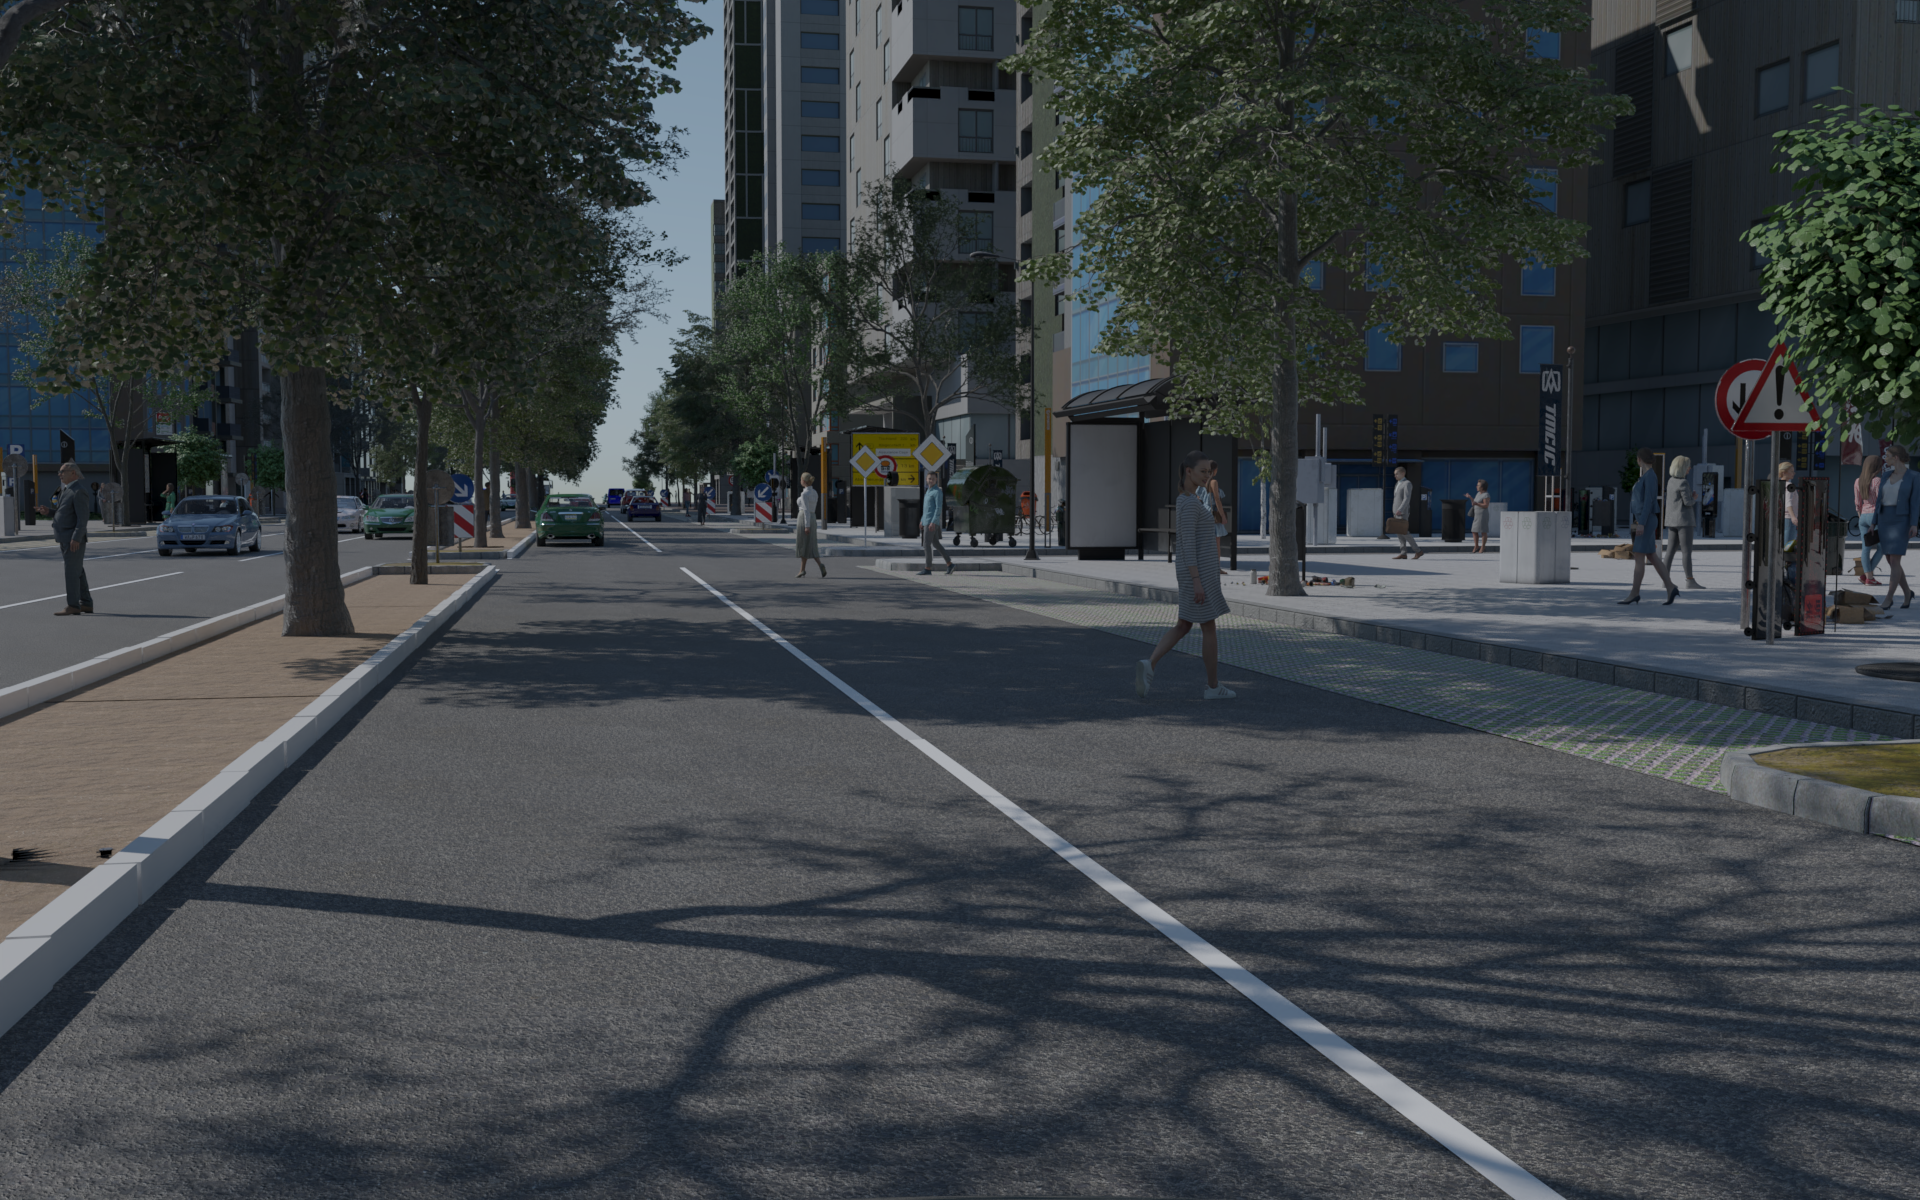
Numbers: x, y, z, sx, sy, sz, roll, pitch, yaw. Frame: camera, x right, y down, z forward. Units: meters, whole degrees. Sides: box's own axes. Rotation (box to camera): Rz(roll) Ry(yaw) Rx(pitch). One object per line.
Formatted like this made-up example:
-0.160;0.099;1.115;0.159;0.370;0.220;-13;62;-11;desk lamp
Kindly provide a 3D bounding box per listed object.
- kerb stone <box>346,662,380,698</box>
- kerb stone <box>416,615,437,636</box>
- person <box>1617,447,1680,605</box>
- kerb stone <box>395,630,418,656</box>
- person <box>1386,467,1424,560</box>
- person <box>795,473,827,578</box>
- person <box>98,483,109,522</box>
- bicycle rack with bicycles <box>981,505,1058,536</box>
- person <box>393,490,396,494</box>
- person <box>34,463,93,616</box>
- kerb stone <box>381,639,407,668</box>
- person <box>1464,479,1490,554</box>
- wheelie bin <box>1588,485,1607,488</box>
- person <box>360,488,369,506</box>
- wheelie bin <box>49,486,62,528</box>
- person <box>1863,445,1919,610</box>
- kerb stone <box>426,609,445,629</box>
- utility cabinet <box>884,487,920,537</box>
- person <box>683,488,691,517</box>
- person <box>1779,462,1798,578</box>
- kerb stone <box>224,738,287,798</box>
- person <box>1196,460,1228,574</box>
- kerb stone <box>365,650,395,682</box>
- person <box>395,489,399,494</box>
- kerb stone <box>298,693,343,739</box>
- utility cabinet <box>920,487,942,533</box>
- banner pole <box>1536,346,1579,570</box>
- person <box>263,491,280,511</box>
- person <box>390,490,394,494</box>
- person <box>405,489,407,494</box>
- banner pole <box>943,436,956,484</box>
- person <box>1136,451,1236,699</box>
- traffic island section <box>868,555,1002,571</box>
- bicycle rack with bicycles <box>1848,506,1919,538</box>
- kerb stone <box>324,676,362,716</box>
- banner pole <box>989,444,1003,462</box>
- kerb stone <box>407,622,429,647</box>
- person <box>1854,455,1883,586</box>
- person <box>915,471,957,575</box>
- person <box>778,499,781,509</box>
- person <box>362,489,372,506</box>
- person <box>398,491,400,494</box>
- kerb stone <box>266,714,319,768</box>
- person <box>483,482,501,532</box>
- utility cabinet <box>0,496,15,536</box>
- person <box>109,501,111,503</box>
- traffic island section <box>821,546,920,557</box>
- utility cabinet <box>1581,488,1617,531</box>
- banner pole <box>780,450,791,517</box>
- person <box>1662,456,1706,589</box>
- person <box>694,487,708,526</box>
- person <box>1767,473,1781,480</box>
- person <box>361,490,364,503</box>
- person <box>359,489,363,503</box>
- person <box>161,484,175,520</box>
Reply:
-4.340;0.591;12.531;0.120;0.150;1.000;-1;4;-12;kerb stone
-5.431;0.285;17.535;0.120;0.150;1.000;-1;4;-12;kerb stone
7.956;-0.851;19.974;0.654;1.822;0.581;3;4;37;person
-4.993;0.409;15.533;0.120;0.150;1.000;-1;4;-12;kerb stone
8.668;-1.701;33.982;0.853;1.813;0.709;-1;4;-12;person
-2.549;-1.276;29.587;0.641;1.798;0.478;3;4;36;person
-39.226;-4.474;79.465;0.520;1.790;0.573;-3;5;-42;person
1.896;-2.491;54.104;2.852;0.926;2.925;-3;5;-42;bicycle rack with bicycles
-76.383;-13.972;234.108;0.705;1.869;1.348;-1;4;-16;person
-10.634;-0.729;20.591;0.590;1.801;0.661;-3;5;-43;person
-4.774;0.470;14.535;0.120;0.150;1.000;-1;4;-12;kerb stone
12.367;-1.997;41.511;0.532;1.782;0.716;-1;4;-12;person
22.991;-3.342;62.542;0.980;1.594;0.693;1;4;17;wheelie bin
-51.301;-8.758;149.258;0.705;1.821;1.348;1;4;12;person
-33.428;-3.462;64.510;0.693;1.594;0.980;-1;4;-9;wheelie bin
10.427;-0.804;19.216;0.654;1.822;0.581;-1;4;-13;person
-5.649;0.227;18.543;0.120;0.150;1.000;-1;4;-12;kerb stone
-1.757;-2.627;51.626;0.318;1.500;1.173;3;5;39;utility cabinet
-17.083;-6.104;108.315;0.388;1.821;0.555;2;4;32;person
11.788;-1.110;24.869;0.598;1.740;0.731;-1;4;-15;person
-3.471;0.839;8.515;0.120;0.150;1.000;-1;4;-12;kerb stone
3.928;-1.292;27.266;0.778;1.811;0.616;-2;4;-26;person
-4.552;0.530;13.532;0.120;0.150;1.000;-1;4;-12;kerb stone
-64.117;-11.681;197.028;0.705;1.823;1.348;1;4;15;person
-3.898;0.716;10.525;0.120;0.150;1.000;-1;4;-12;kerb stone
-1.180;-2.906;56.188;1.173;1.500;0.318;0;4;-7;utility cabinet
10.134;-2.407;29.369;0.863;3.779;0.401;-1;4;-19;banner pole
-51.727;-7.555;130.080;1.217;1.766;0.721;-2;4;-35;person
-68.032;-12.314;207.379;1.348;1.823;0.705;3;5;40;person
-58.866;-10.882;183.900;1.348;1.831;0.705;-1;4;-17;person
-0.488;-5.169;74.525;0.863;3.779;0.401;-2;4;-32;banner pole
1.596;-0.169;12.022;0.760;1.731;0.466;-2;4;-29;person
-0.495;-0.674;33.296;2.009;0.180;2.903;-1;4;-12;traffic island section
28.329;-2.324;51.379;2.852;0.926;2.925;-1;4;-12;bicycle rack with bicycles
-4.120;0.653;11.524;0.120;0.150;1.000;-1;4;-12;kerb stone
1.726;-5.894;86.389;0.863;3.779;0.401;0;4;-7;banner pole
-5.203;0.349;16.534;0.120;0.150;1.000;-1;4;-12;kerb stone
12.773;-1.110;24.198;0.388;1.821;0.555;-2;4;-28;person
-0.419;-1.347;30.393;0.748;1.841;0.638;0;4;-6;person
-15.479;-8.504;148.311;0.991;1.433;0.599;1;4;15;person
-58.390;-10.021;170.568;0.721;1.739;1.217;2;4;30;person
-73.238;-13.424;226.306;0.721;1.735;1.217;2;4;27;person
-3.680;0.781;9.522;0.120;0.150;1.000;-1;4;-12;kerb stone
-15.460;-2.967;56.920;0.656;1.842;0.836;-3;5;-40;person
-29.373;-2.578;53.313;0.306;1.237;1.020;-3;5;-40;utility cabinet
-39.489;-4.558;80.965;0.834;1.777;0.661;-1;4;-17;person
-2.197;-1.151;41.099;2.009;0.180;2.903;-1;4;-12;traffic island section
21.972;-3.115;59.604;1.173;1.500;0.318;-1;4;-9;utility cabinet
-9.748;-6.556;97.205;0.401;3.779;0.863;2;4;31;banner pole
9.858;-1.063;23.607;0.526;1.800;0.537;0;4;7;person
-11.746;-4.266;78.665;0.576;1.772;0.534;-2;4;-30;person
16.322;-1.714;34.909;0.643;1.720;0.563;-1;4;-20;person
-66.762;-11.446;194.127;0.756;1.711;0.436;-1;4;-10;person
-71.122;-12.225;205.852;1.348;1.831;0.705;0;4;-4;person
-27.186;-3.117;59.708;0.600;1.795;0.529;3;5;42;person
